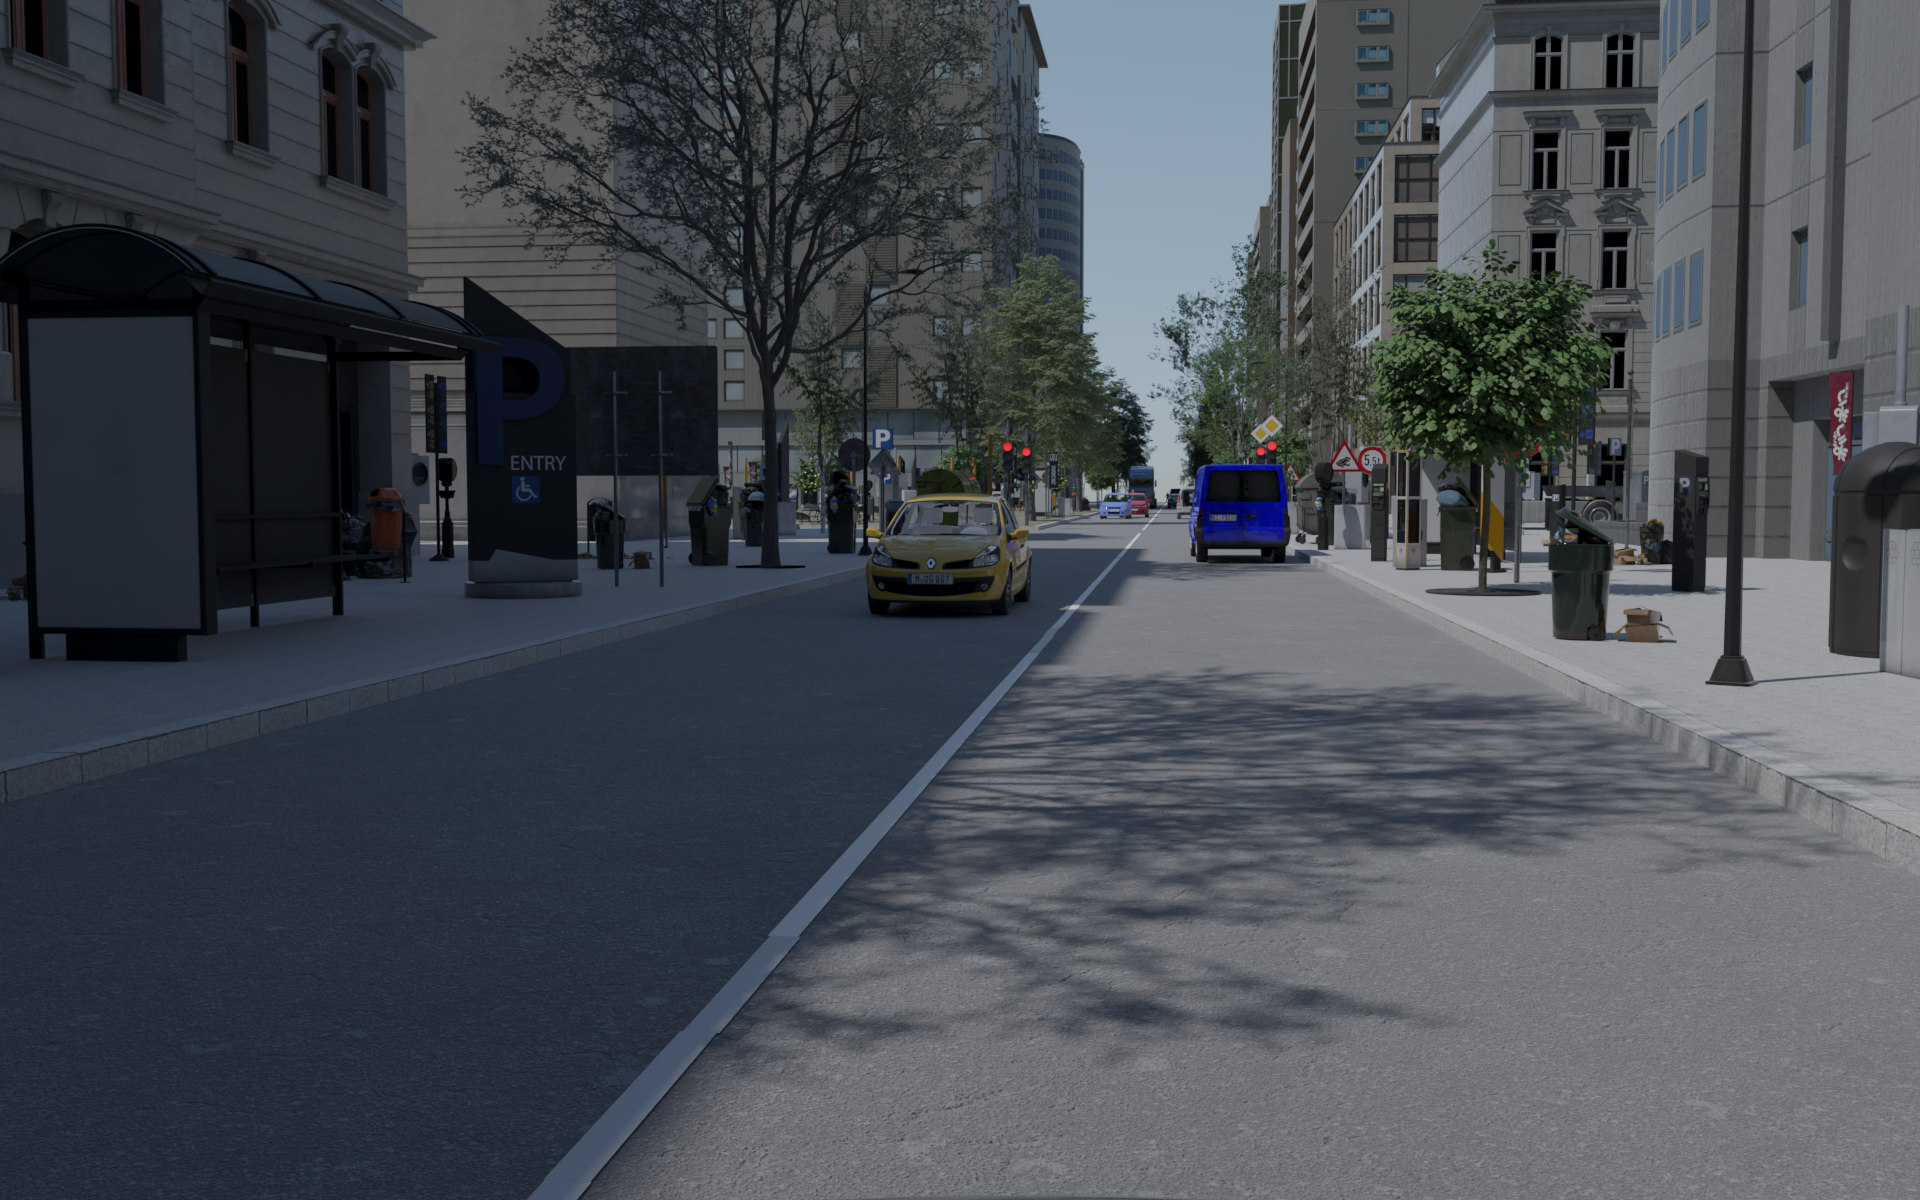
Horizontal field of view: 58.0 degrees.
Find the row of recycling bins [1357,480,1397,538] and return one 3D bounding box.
[{"bbox_3d":[12.128,-2.724,51.643,1.069,1.692,3.534,0,4,4],"label":"row of recycling bins"}]

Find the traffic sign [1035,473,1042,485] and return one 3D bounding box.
[{"bbox_3d":[3.886,-5.467,90.572,0.795,2.450,0.064,1,4,13],"label":"traffic sign"}]

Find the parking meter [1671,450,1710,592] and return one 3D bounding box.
[{"bbox_3d":[9.607,-1.043,22.769,0.255,1.863,0.399,-2,4,-29],"label":"parking meter"}]

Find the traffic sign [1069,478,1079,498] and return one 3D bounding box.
[{"bbox_3d":[7.280,-6.629,110.510,0.606,2.300,0.079,1,4,12],"label":"traffic sign"}]

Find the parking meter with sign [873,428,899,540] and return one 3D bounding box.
[{"bbox_3d":[-1.889,-3.085,46.708,0.543,3.016,1.738,1,4,10],"label":"parking meter with sign"}]

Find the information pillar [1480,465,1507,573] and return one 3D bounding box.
[{"bbox_3d":[8.667,-2.248,28.103,0.504,3.616,0.183,-2,4,-34],"label":"information pillar"}]

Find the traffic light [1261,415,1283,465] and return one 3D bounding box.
[{"bbox_3d":[10.993,-4.425,61.273,0.839,4.253,0.868,0,4,7],"label":"traffic light"}]

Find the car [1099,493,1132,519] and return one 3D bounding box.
[{"bbox_3d":[9.046,-5.557,100.455,1.945,1.707,3.694,1,4,9],"label":"car"}]

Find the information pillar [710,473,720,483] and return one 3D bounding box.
[{"bbox_3d":[-8.623,-3.447,60.843,0.304,2.012,0.304,1,4,13],"label":"information pillar"}]

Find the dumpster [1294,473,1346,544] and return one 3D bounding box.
[{"bbox_3d":[9.349,-2.392,44.865,1.264,1.857,1.865,0,4,7],"label":"dumpster"}]

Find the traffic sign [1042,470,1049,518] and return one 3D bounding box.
[{"bbox_3d":[4.716,-5.633,92.201,0.768,2.556,0.104,1,4,16],"label":"traffic sign"}]

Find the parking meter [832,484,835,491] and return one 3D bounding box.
[{"bbox_3d":[-5.407,-4.283,75.736,0.399,1.863,0.255,-1,4,-11],"label":"parking meter"}]

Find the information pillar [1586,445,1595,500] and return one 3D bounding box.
[{"bbox_3d":[26.544,-4.990,72.939,0.504,3.616,0.183,-3,4,-38],"label":"information pillar"}]

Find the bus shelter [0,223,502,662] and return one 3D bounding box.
[{"bbox_3d":[-6.177,-1.334,15.728,2.014,3.302,5.546,0,4,7],"label":"bus shelter"}]

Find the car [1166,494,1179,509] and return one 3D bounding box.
[{"bbox_3d":[21.333,-9.683,170.113,2.131,1.459,4.920,1,4,9],"label":"car"}]

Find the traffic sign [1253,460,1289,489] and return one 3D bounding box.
[{"bbox_3d":[14.957,-5.371,81.687,2.265,3.308,0.079,1,4,14],"label":"traffic sign"}]

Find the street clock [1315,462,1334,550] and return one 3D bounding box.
[{"bbox_3d":[8.303,-2.139,39.542,0.358,2.002,0.471,3,5,42],"label":"street clock"}]

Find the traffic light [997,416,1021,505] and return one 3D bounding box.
[{"bbox_3d":[1.750,-4.494,62.399,0.839,4.253,0.868,0,4,7],"label":"traffic light"}]

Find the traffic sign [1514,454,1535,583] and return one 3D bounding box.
[{"bbox_3d":[8.051,-1.521,24.969,0.768,2.556,0.104,1,4,14],"label":"traffic sign"}]

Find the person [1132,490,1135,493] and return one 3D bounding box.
[{"bbox_3d":[13.099,-7.498,131.487,0.834,1.777,0.661,1,4,10],"label":"person"}]

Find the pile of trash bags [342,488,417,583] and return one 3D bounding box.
[{"bbox_3d":[-9.093,-0.995,26.026,1.912,1.369,3.447,-3,4,-38],"label":"pile of trash bags"}]

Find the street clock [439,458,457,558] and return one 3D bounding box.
[{"bbox_3d":[-10.255,-1.839,34.634,0.358,2.002,0.471,1,4,11],"label":"street clock"}]

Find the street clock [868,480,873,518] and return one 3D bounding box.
[{"bbox_3d":[-4.778,-5.226,90.010,0.471,2.002,0.358,-3,4,-36],"label":"street clock"}]

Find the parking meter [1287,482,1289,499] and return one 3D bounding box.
[{"bbox_3d":[13.219,-3.986,70.888,0.399,1.863,0.255,3,4,37],"label":"parking meter"}]

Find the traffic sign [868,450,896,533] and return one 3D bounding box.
[{"bbox_3d":[-2.051,-2.699,45.319,0.795,2.450,0.064,1,4,10],"label":"traffic sign"}]

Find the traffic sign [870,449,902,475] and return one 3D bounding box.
[{"bbox_3d":[-2.046,-2.921,47.760,0.884,2.594,0.081,0,4,7],"label":"traffic sign"}]

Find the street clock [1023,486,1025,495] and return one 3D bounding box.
[{"bbox_3d":[5.507,-8.571,144.701,0.358,2.002,0.471,-3,5,-39],"label":"street clock"}]

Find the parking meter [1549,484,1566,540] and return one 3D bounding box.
[{"bbox_3d":[15.159,-2.172,43.924,0.372,1.533,0.369,0,3,0],"label":"parking meter"}]

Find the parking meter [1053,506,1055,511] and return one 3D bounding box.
[{"bbox_3d":[7.099,-7.801,133.256,0.399,1.863,0.255,2,4,35],"label":"parking meter"}]

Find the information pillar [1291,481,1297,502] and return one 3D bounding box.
[{"bbox_3d":[15.632,-4.673,80.901,0.304,2.012,0.304,0,4,8],"label":"information pillar"}]

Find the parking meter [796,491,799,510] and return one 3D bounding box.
[{"bbox_3d":[-13.385,-8.302,141.450,0.399,1.863,0.255,-1,4,-20],"label":"parking meter"}]

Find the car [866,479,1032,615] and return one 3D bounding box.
[{"bbox_3d":[-0.082,-0.708,21.804,2.015,1.641,3.980,0,4,8],"label":"car"}]

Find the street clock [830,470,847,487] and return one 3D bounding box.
[{"bbox_3d":[-3.690,-2.942,52.673,0.471,2.002,0.358,-2,4,-26],"label":"street clock"}]

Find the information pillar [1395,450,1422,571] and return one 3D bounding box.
[{"bbox_3d":[7.548,-1.507,29.134,0.304,2.012,0.304,-1,4,-22],"label":"information pillar"}]

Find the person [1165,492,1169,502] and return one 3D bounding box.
[{"bbox_3d":[35.272,-17.424,293.940,0.990,1.755,0.434,1,4,12],"label":"person"}]

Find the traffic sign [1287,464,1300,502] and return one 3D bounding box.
[{"bbox_3d":[13.778,-4.422,72.309,0.884,2.594,0.081,1,4,9],"label":"traffic sign"}]

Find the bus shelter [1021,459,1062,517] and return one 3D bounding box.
[{"bbox_3d":[4.764,-6.566,101.279,2.014,3.302,5.546,0,4,7],"label":"bus shelter"}]

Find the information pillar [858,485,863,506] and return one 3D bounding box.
[{"bbox_3d":[-8.033,-8.283,139.914,0.304,2.012,0.304,2,4,29],"label":"information pillar"}]

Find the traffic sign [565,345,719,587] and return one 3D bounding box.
[{"bbox_3d":[-4.444,-1.837,23.902,2.265,3.308,0.079,0,4,7],"label":"traffic sign"}]

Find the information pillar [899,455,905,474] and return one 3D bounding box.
[{"bbox_3d":[-3.498,-6.916,104.437,0.183,3.616,0.504,3,5,39],"label":"information pillar"}]

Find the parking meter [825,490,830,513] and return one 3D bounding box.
[{"bbox_3d":[-8.552,-6.324,111.814,0.372,1.533,0.369,0,3,0],"label":"parking meter"}]

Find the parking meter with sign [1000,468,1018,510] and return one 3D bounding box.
[{"bbox_3d":[2.988,-7.149,113.145,0.543,3.016,1.738,3,5,43],"label":"parking meter with sign"}]

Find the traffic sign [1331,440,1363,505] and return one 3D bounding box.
[{"bbox_3d":[9.270,-2.558,41.834,0.884,2.594,0.081,1,4,13],"label":"traffic sign"}]

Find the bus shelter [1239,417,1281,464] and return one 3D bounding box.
[{"bbox_3d":[15.327,-6.743,87.882,2.179,5.291,8.768,0,4,7],"label":"bus shelter"}]

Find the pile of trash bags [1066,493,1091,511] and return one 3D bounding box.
[{"bbox_3d":[8.950,-7.549,133.173,1.912,1.369,3.447,0,4,-5],"label":"pile of trash bags"}]

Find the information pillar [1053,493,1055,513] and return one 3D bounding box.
[{"bbox_3d":[6.243,-7.696,117.185,0.504,3.616,0.183,0,4,-4],"label":"information pillar"}]

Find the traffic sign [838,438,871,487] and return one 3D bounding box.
[{"bbox_3d":[-2.408,-2.403,39.403,0.768,2.556,0.104,1,4,12],"label":"traffic sign"}]

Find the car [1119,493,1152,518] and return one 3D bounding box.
[{"bbox_3d":[10.724,-5.956,106.428,2.155,1.783,4.494,0,4,7],"label":"car"}]

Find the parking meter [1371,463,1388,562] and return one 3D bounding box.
[{"bbox_3d":[7.982,-1.666,32.953,0.255,1.863,0.399,2,4,23],"label":"parking meter"}]

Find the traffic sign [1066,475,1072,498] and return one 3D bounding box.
[{"bbox_3d":[7.505,-7.212,117.925,0.884,2.594,0.081,1,4,13],"label":"traffic sign"}]

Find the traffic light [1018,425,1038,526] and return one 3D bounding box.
[{"bbox_3d":[2.734,-4.979,70.324,0.839,4.253,0.868,0,4,7],"label":"traffic light"}]

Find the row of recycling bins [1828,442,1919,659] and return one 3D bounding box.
[{"bbox_3d":[8.753,-0.395,13.570,3.534,1.692,1.069,0,4,5],"label":"row of recycling bins"}]

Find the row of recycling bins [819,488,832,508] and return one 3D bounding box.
[{"bbox_3d":[-10.001,-7.420,128.433,1.069,1.692,3.534,-1,4,-8],"label":"row of recycling bins"}]

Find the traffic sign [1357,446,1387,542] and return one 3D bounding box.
[{"bbox_3d":[10.934,-2.807,46.004,0.768,2.556,0.104,1,4,9],"label":"traffic sign"}]

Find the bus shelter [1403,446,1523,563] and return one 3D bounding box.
[{"bbox_3d":[9.920,-2.478,34.432,2.014,3.302,5.546,0,4,7],"label":"bus shelter"}]

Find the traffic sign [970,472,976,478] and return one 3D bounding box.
[{"bbox_3d":[0.301,-4.436,73.712,0.795,2.450,0.064,1,4,13],"label":"traffic sign"}]

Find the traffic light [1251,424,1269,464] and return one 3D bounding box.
[{"bbox_3d":[11.976,-4.910,69.198,0.839,4.253,0.868,0,4,7],"label":"traffic light"}]

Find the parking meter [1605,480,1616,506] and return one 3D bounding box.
[{"bbox_3d":[27.539,-4.134,73.303,0.399,1.863,0.255,3,5,43],"label":"parking meter"}]

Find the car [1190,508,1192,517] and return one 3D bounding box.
[{"bbox_3d":[11.960,-4.320,83.214,1.945,1.354,3.894,1,4,9],"label":"car"}]
